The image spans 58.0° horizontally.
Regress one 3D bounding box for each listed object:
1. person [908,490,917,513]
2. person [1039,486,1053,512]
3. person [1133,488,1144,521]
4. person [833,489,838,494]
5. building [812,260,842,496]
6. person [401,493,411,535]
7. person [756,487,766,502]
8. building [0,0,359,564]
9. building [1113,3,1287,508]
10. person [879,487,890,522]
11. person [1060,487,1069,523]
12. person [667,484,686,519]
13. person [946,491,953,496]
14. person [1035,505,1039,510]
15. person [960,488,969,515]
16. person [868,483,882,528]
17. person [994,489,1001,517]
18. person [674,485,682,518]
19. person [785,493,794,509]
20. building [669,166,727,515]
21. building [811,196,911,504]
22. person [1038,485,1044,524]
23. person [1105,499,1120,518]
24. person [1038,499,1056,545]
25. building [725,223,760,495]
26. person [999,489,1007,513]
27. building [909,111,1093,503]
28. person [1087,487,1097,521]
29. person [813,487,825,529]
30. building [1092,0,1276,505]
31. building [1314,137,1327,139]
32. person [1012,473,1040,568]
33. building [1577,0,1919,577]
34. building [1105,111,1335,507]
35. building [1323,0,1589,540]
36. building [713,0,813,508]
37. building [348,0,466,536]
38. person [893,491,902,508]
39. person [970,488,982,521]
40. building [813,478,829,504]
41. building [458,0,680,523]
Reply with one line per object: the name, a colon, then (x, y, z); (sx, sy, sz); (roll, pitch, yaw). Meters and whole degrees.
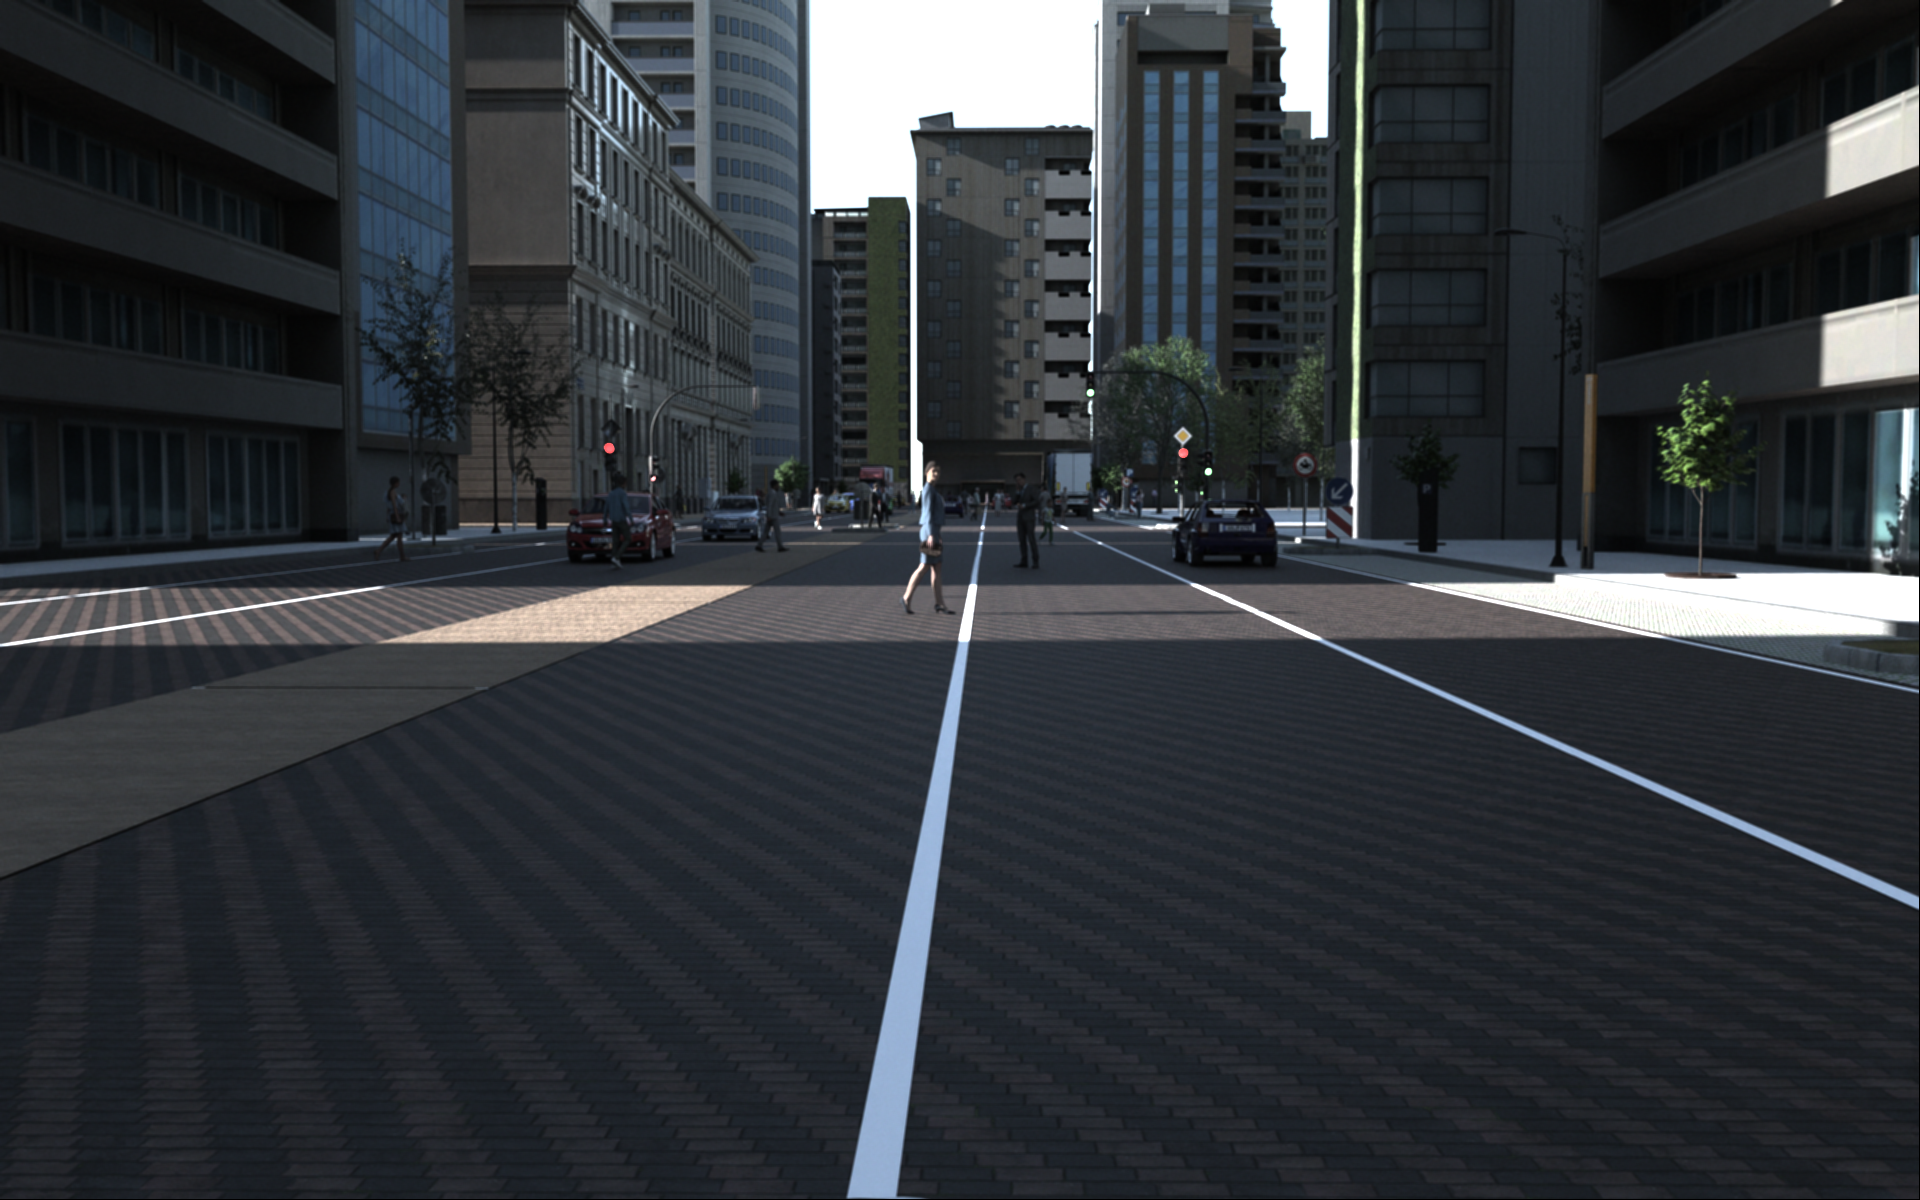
person: (-3.502, -7.260, 128.044); (0.563, 1.720, 0.643); (-3, 4, -36)
person: (3.920, -4.343, 79.783); (0.678, 1.792, 0.850); (-1, 4, -16)
person: (9.408, -5.006, 90.934); (0.593, 1.750, 0.643); (2, 4, 35)
person: (-10.399, -8.278, 143.934); (0.616, 1.811, 0.778); (-2, 4, -29)
building: (-21.901, -27.082, 214.498); (14.107, 30.474, 14.160); (0, 4, 1)
person: (-17.375, -2.683, 54.182); (0.640, 1.303, 0.475); (2, 4, 26)
person: (-10.784, -5.199, 93.478); (0.580, 1.828, 0.573); (-2, 4, -31)
building: (-27.139, -25.170, 35.238); (21.300, 48.544, 21.600); (0, 4, 1)
building: (21.724, -31.204, 160.301); (14.600, 45.320, 14.200); (0, 4, 1)
person: (-3.859, -4.842, 88.070); (0.661, 1.777, 0.834); (-1, 4, -19)
person: (5.130, -4.661, 85.049); (0.599, 1.781, 0.374); (-3, 5, -43)
person: (-14.917, -5.120, 89.976); (1.509, 1.804, 0.699); (-2, 4, -31)
person: (-1.074, -10.351, 178.427); (1.217, 1.739, 0.721); (0, 4, 7)
person: (5.841, -7.085, 124.559); (1.509, 1.804, 0.699); (0, 4, 5)
person: (0.253, -6.719, 118.160); (0.655, 1.846, 0.447); (-1, 4, -20)
person: (-3.208, -3.571, 66.661); (0.755, 1.850, 0.659); (2, 4, 24)
person: (2.393, -6.087, 108.593); (0.480, 1.755, 0.524); (-2, 4, -27)
person: (-14.849, -5.189, 91.456); (0.480, 1.755, 0.524); (-3, 5, -42)
person: (-13.828, -8.216, 140.728); (0.716, 1.782, 0.532); (0, 4, -4)
building: (-22.040, -17.160, 109.448); (11.050, 23.489, 19.941); (0, 4, 1)
building: (-13.908, -34.030, 239.990); (14.086, 41.232, 14.154); (0, 4, 1)
person: (3.993, -4.564, 82.921); (0.655, 1.846, 0.447); (-2, 4, -32)
person: (8.974, -5.464, 103.335); (0.738, 1.151, 1.012); (-2, 4, -25)
person: (2.463, -2.218, 49.009); (0.590, 1.304, 0.306); (3, 5, 43)
building: (-21.666, -18.377, 129.348); (11.050, 23.489, 19.941); (0, 4, 1)
person: (3.229, -7.409, 129.916); (0.573, 1.790, 0.520); (3, 5, 44)
building: (7.235, -40.213, 246.721); (27.495, 52.752, 28.713); (0, 4, 1)
person: (7.073, -5.129, 92.537); (0.590, 1.801, 0.661); (0, 4, -1)
person: (-5.856, -3.810, 71.543); (0.466, 1.731, 0.760); (-2, 4, -31)
building: (26.302, -40.608, 205.936); (21.231, 58.520, 28.212); (0, 4, 1)
building: (44.714, -34.410, 212.706); (14.200, 45.320, 14.600); (0, 4, 1)
person: (1.266, -1.555, 33.728); (0.447, 1.846, 0.655); (-3, 5, -44)
building: (24.454, -24.673, 27.102); (21.300, 48.544, 21.600); (0, 4, 1)
building: (31.535, -29.864, 180.155); (32.217, 40.220, 23.993); (0, 4, 1)
building: (18.658, -22.658, 54.057); (14.154, 41.232, 14.086); (0, 4, 1)
building: (-25.712, -37.854, 160.919); (21.231, 58.520, 28.212); (0, 4, 1)
building: (-25.029, -24.777, 55.215); (14.200, 45.320, 14.600); (0, 4, 1)
person: (-6.310, -10.157, 175.102); (0.750, 1.759, 0.617); (-1, 4, -19)
person: (0.868, -5.084, 92.111); (0.515, 1.767, 0.782); (-1, 4, -15)
building: (-30.841, -30.348, 188.063); (32.217, 40.220, 23.993); (0, 4, 1)
building: (-22.325, -17.712, 86.851); (12.463, 27.353, 25.104); (0, 4, 1)
